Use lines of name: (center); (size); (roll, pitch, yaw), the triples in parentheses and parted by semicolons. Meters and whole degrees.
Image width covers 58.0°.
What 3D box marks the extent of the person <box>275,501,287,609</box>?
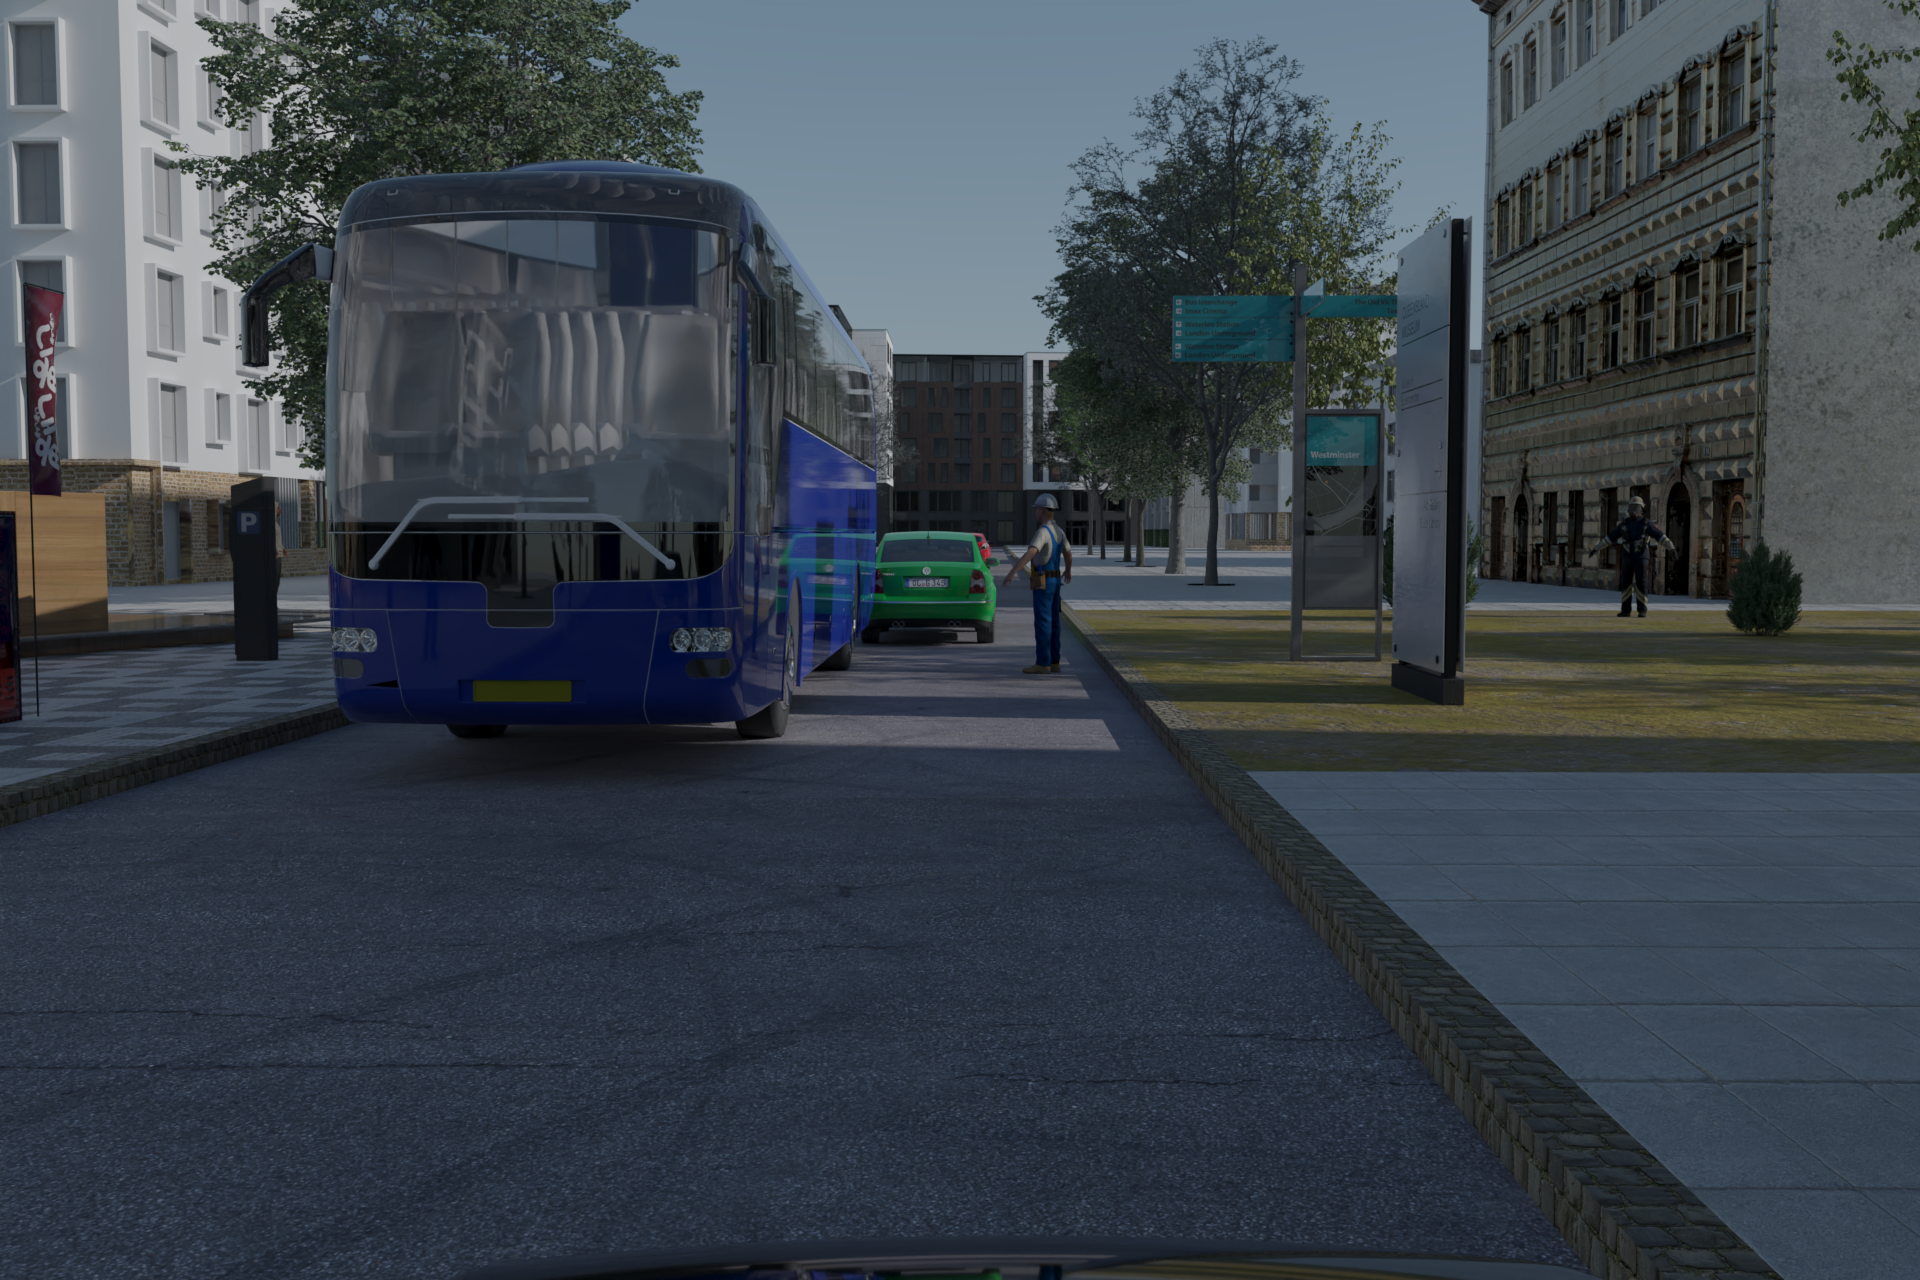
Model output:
person: (-10.928, -1.315, 27.637); (0.705, 1.813, 1.348); (-1, 4, -15)

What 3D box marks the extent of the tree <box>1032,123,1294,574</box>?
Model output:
tree: (6.969, -9.109, 55.593); (9.857, 13.997, 8.962); (0, 3, 0)

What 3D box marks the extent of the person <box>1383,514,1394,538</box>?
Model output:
person: (9.927, -1.991, 39.278); (1.216, 1.740, 0.721); (-2, 4, -26)

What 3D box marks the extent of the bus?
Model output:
bus: (-2.368, -1.460, 15.418); (2.896, 3.916, 12.251); (0, 4, 1)

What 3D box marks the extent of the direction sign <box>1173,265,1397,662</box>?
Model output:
direction sign: (3.378, -1.715, 16.796); (2.525, 3.948, 1.411); (0, 4, 1)

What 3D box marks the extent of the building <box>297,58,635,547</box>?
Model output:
building: (-23.879, -13.105, 80.732); (16.747, 18.905, 31.486); (0, 4, 2)

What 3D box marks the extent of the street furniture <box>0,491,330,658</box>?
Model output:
street furniture: (-13.314, -0.796, 19.868); (9.812, 1.723, 11.010); (1, 4, 20)

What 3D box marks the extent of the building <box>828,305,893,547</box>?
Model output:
building: (-21.244, -19.988, 170.775); (27.936, 21.610, 32.646); (0, 4, 0)

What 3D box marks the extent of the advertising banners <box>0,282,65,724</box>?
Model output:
advertising banners: (-6.492, -0.942, 11.588); (0.090, 3.025, 2.074); (0, 4, 1)

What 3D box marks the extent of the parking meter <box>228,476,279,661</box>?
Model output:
parking meter: (-7.166, -0.725, 17.565); (0.399, 1.863, 0.255); (0, 4, 1)

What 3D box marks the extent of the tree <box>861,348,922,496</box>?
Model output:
tree: (-7.780, -11.954, 105.818); (12.009, 13.543, 11.850); (0, 3, 0)

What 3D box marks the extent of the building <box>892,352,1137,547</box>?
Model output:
building: (4.001, -22.022, 206.498); (32.646, 21.610, 27.936); (0, 4, -5)

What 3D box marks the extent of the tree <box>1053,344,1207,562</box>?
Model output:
tree: (7.788, -9.353, 78.680); (9.928, 11.665, 9.643); (0, 3, 0)

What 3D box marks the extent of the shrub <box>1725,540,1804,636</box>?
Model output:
shrub: (10.156, -0.658, 21.872); (1.383, 1.207, 1.383); (0, 3, 0)

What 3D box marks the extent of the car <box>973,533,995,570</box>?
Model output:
car: (0.316, -3.681, 69.223); (2.155, 1.783, 4.494); (0, 4, 1)

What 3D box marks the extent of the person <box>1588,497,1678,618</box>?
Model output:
person: (10.394, -1.279, 26.699); (1.354, 1.856, 0.705); (3, 5, 41)

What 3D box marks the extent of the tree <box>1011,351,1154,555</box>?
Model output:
tree: (7.984, -11.893, 104.824); (12.009, 13.543, 11.850); (0, 3, 0)

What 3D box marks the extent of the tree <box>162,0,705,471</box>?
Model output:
tree: (-9.320, -7.710, 32.718); (9.857, 13.997, 8.962); (0, 3, 0)

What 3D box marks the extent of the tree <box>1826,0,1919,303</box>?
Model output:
tree: (10.330, -4.056, 16.674); (4.737, 8.622, 4.395); (0, 3, 0)

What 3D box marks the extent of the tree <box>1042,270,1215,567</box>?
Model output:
tree: (7.151, -8.645, 67.101); (9.928, 11.665, 9.643); (0, 3, 0)

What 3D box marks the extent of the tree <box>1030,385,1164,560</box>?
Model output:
tree: (7.334, -9.357, 87.406); (8.767, 10.594, 7.601); (1, 4, 15)

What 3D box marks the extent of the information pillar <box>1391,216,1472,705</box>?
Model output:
information pillar: (3.705, -1.368, 13.675); (0.184, 3.620, 1.656); (0, 4, 1)

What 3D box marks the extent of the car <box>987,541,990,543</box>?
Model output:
car: (0.772, -5.760, 103.968); (2.009, 1.686, 4.222); (0, 4, 1)

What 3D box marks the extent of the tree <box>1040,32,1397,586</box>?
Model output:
tree: (6.366, -8.091, 42.651); (12.009, 13.543, 11.850); (0, 3, 0)

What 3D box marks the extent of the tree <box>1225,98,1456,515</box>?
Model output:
tree: (6.442, -4.898, 30.444); (4.737, 8.622, 4.395); (0, 3, 0)

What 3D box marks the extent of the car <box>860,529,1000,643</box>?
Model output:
car: (-0.416, -0.935, 24.081); (1.959, 1.807, 4.718); (0, 4, 0)

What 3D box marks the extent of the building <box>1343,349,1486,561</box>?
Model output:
building: (24.731, -8.368, 78.957); (9.099, 9.664, 28.070); (0, 4, 1)

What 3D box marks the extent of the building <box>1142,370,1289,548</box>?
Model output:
building: (27.930, -18.812, 174.027); (16.747, 18.905, 31.486); (0, 4, 1)

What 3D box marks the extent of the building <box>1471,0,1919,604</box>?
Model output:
building: (23.932, -12.771, 39.732); (19.493, 23.208, 18.063); (0, 4, 1)

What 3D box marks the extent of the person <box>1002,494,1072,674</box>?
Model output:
person: (0.866, -0.584, 17.863); (0.705, 1.847, 1.347); (2, 4, 32)

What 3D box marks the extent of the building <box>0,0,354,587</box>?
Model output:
building: (-25.000, -11.454, 43.693); (16.016, 20.090, 11.380); (0, 4, 2)

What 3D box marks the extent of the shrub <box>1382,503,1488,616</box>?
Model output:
shrub: (7.060, -1.347, 26.064); (1.661, 2.075, 1.752); (0, 3, 0)

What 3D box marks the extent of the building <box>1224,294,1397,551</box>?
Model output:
building: (27.147, -17.559, 143.516); (16.016, 20.090, 11.380); (0, 4, 1)
